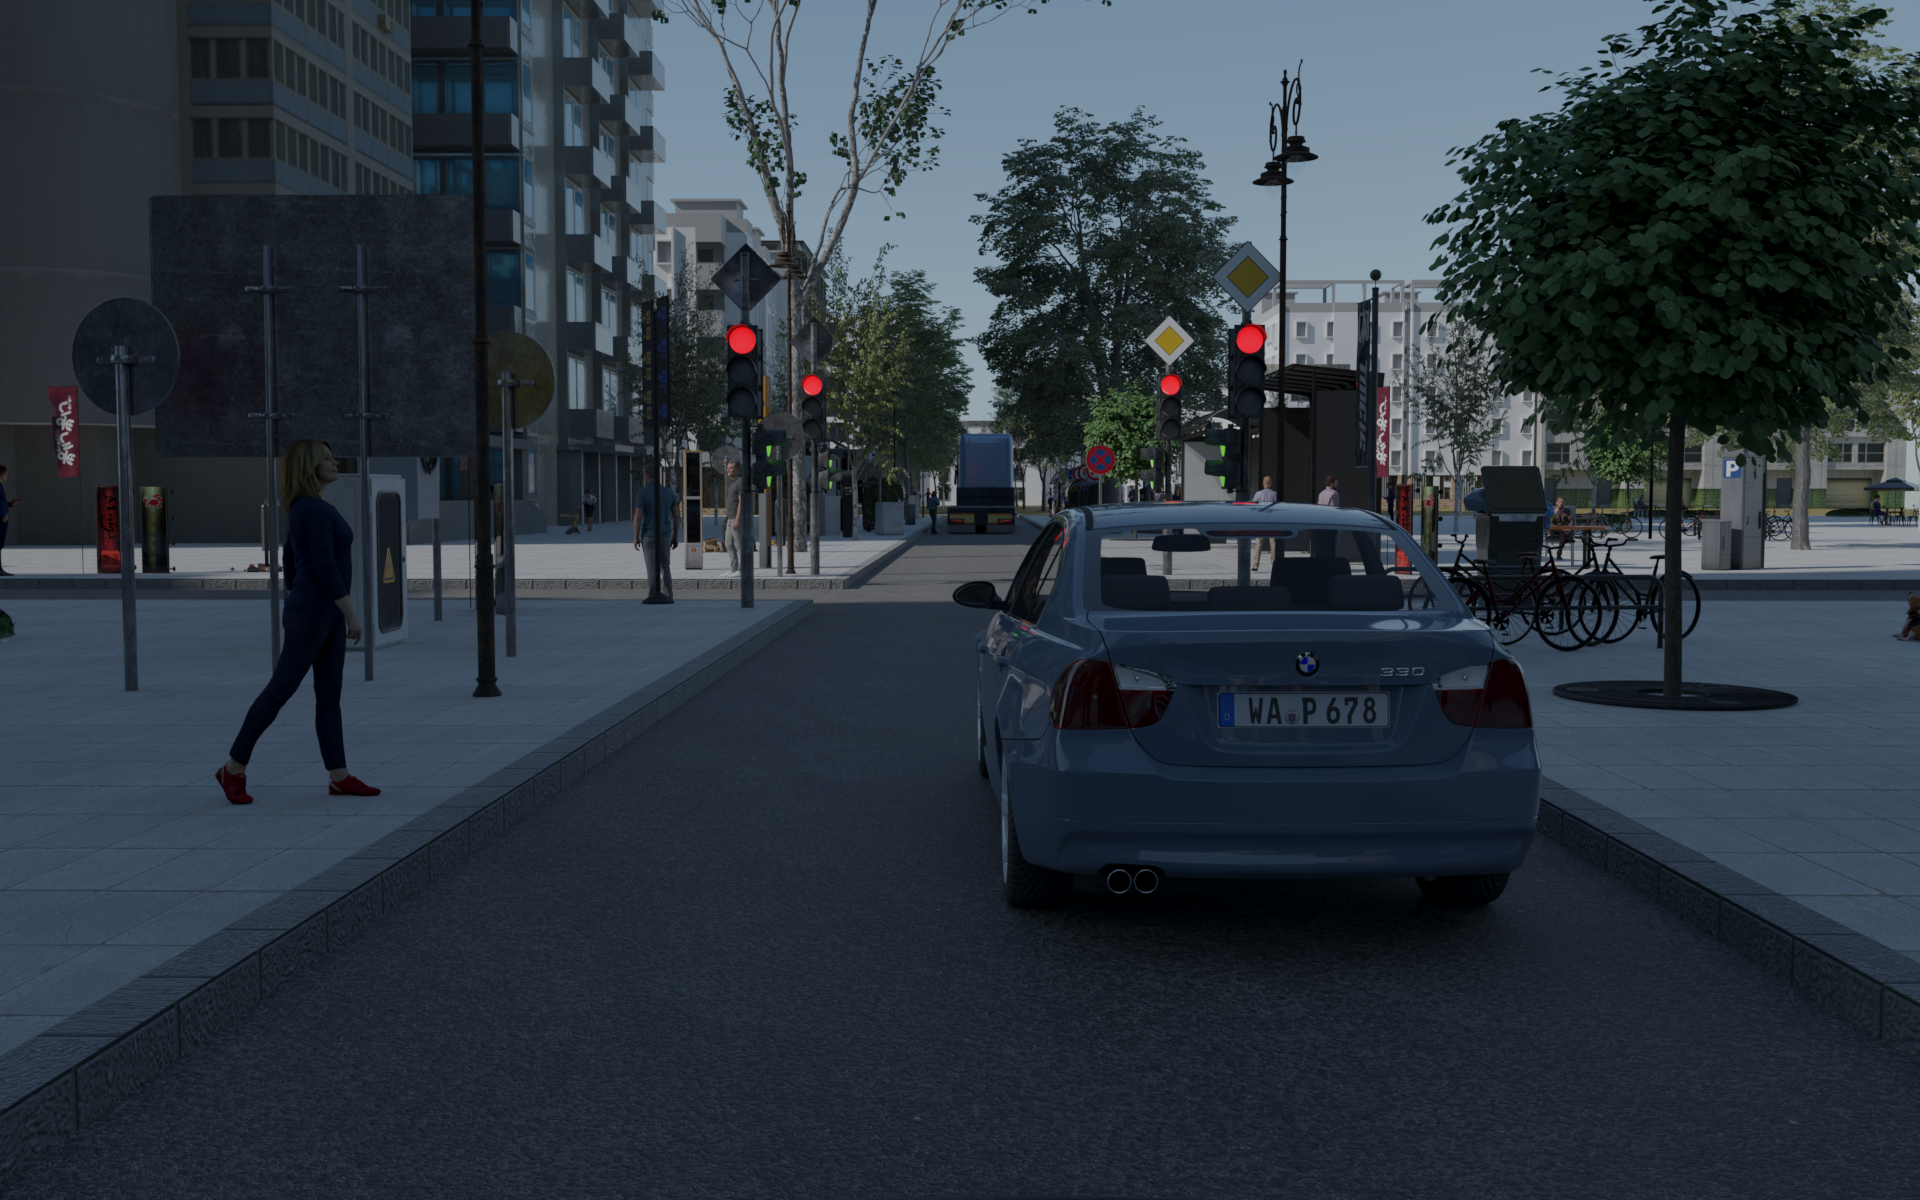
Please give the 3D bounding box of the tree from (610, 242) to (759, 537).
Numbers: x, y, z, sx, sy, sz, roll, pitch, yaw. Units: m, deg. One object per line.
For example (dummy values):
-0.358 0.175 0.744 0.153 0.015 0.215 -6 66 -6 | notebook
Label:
-8.524 -6.175 51.324 4.360 8.622 3.978 0 3 0 | tree

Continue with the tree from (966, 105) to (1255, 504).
4.810 -9.123 55.821 9.857 13.997 8.962 0 3 0 | tree

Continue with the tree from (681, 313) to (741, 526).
-9.778 -7.299 69.708 4.737 8.622 4.395 0 3 0 | tree

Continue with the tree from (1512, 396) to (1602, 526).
23.250 -6.929 63.644 4.737 8.622 4.395 0 3 0 | tree

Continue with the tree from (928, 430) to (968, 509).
-1.251 -12.019 146.877 4.360 8.622 3.978 0 3 0 | tree

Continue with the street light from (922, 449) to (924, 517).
-2.027 -7.474 94.979 0.468 5.910 1.993 0 4 1 | street light

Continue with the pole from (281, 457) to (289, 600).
-6.357 -1.385 16.491 0.158 3.312 0.155 0 3 0 | pole

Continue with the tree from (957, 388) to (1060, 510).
5.283 -12.534 139.345 8.767 10.594 7.601 1 4 18 | tree

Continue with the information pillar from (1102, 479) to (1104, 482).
5.861 -4.162 72.533 0.304 2.012 0.304 2 4 34 | information pillar

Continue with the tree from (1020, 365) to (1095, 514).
5.594 -9.115 99.395 4.737 8.622 4.395 0 3 0 | tree

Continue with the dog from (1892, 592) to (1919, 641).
8.354 0.156 15.192 0.748 0.427 0.550 -3 5 -40 | dog

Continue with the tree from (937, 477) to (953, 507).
-1.628 -10.849 171.982 1.663 3.219 1.824 0 3 0 | tree

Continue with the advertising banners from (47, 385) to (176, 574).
-13.667 -1.938 27.871 2.074 3.025 0.090 0 4 6 | advertising banners

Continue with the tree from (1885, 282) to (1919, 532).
32.301 -6.572 57.818 4.737 8.622 4.395 0 3 0 | tree

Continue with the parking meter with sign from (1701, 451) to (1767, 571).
13.295 -2.033 29.508 1.738 3.016 0.543 -3 4 -38 | parking meter with sign

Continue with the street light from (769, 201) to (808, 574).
-2.721 -3.357 27.682 0.468 5.910 1.993 0 4 1 | street light

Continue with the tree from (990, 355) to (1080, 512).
6.081 -12.331 127.368 9.928 11.665 9.643 0 3 0 | tree

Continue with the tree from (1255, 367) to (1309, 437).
18.421 -9.083 98.868 4.360 8.622 3.978 0 3 0 | tree

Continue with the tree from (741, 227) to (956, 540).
-2.930 -5.944 47.551 4.737 8.622 4.395 0 3 0 | tree

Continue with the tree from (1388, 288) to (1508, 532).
16.948 -6.657 59.203 4.360 8.622 3.978 0 3 0 | tree

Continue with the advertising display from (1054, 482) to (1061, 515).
5.129 -5.259 91.196 0.123 1.923 0.974 -1 4 -9 | advertising display

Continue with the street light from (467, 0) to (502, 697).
-3.008 -2.327 10.836 0.468 5.910 1.993 0 4 1 | street light

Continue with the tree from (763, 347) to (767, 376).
-9.262 -6.497 56.596 4.360 8.622 3.978 0 3 0 | tree

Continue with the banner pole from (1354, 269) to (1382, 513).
4.608 -1.810 19.617 0.401 3.779 0.863 0 4 -5 | banner pole

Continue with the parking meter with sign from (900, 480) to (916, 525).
-2.705 -4.605 71.550 1.738 3.016 0.543 -2 4 -25 | parking meter with sign

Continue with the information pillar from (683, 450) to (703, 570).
-4.523 -1.520 29.348 0.304 2.012 0.304 -1 4 -12 | information pillar

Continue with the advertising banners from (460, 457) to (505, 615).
-5.247 -1.395 18.997 0.090 3.025 2.074 -2 4 -31 | advertising banners

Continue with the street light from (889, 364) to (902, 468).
-2.332 -5.442 61.772 0.468 5.910 1.993 0 4 1 | street light

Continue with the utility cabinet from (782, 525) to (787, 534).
-5.414 -2.705 55.391 0.306 1.237 1.020 3 5 44 | utility cabinet

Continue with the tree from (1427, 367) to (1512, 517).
27.888 -8.873 95.441 4.737 8.622 4.395 0 3 0 | tree

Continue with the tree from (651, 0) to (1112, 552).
-2.270 -11.078 37.019 12.611 20.169 13.585 0 3 0 | tree

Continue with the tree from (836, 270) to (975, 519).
-2.860 -10.367 87.621 7.486 12.596 7.792 0 3 0 | tree

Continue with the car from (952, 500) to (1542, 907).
0.983 0.287 7.311 2.014 1.417 4.499 0 4 -1 | car

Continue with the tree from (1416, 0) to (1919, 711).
4.583 -1.656 10.785 4.285 4.588 4.351 0 3 0 | tree

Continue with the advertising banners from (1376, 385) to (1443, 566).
7.064 -1.912 27.455 0.090 3.025 2.074 -1 4 -16 | advertising banners

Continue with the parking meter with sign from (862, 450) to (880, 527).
-3.499 -4.373 67.756 0.543 3.016 1.738 0 4 5 | parking meter with sign

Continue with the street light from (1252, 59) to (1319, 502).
3.540 -2.828 19.030 0.468 5.910 1.993 0 4 1 | street light

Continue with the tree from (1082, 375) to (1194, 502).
4.854 -3.926 47.896 4.285 4.588 4.351 0 3 0 | tree

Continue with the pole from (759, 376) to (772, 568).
-3.385 -2.214 30.046 0.158 3.312 0.155 0 3 0 | pole

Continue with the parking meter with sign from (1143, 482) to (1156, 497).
7.441 -4.411 68.374 0.543 3.016 1.738 1 4 16 | parking meter with sign

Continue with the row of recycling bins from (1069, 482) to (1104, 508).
4.462 -3.160 58.786 1.069 1.692 3.534 -1 4 -8 | row of recycling bins

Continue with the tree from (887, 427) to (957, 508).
-2.236 -13.747 159.180 8.767 10.594 7.601 -1 4 -18 | tree

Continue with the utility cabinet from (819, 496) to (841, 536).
-4.081 -2.608 53.797 0.306 1.237 1.020 2 4 24 | utility cabinet

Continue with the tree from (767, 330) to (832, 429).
-7.485 -7.752 77.108 4.360 8.622 3.978 0 3 0 | tree

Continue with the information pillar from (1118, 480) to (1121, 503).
5.679 -4.407 63.404 0.504 3.616 0.183 -2 4 -27 | information pillar

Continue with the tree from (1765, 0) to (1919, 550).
19.000 -7.424 39.505 7.486 12.596 7.792 0 3 0 | tree
